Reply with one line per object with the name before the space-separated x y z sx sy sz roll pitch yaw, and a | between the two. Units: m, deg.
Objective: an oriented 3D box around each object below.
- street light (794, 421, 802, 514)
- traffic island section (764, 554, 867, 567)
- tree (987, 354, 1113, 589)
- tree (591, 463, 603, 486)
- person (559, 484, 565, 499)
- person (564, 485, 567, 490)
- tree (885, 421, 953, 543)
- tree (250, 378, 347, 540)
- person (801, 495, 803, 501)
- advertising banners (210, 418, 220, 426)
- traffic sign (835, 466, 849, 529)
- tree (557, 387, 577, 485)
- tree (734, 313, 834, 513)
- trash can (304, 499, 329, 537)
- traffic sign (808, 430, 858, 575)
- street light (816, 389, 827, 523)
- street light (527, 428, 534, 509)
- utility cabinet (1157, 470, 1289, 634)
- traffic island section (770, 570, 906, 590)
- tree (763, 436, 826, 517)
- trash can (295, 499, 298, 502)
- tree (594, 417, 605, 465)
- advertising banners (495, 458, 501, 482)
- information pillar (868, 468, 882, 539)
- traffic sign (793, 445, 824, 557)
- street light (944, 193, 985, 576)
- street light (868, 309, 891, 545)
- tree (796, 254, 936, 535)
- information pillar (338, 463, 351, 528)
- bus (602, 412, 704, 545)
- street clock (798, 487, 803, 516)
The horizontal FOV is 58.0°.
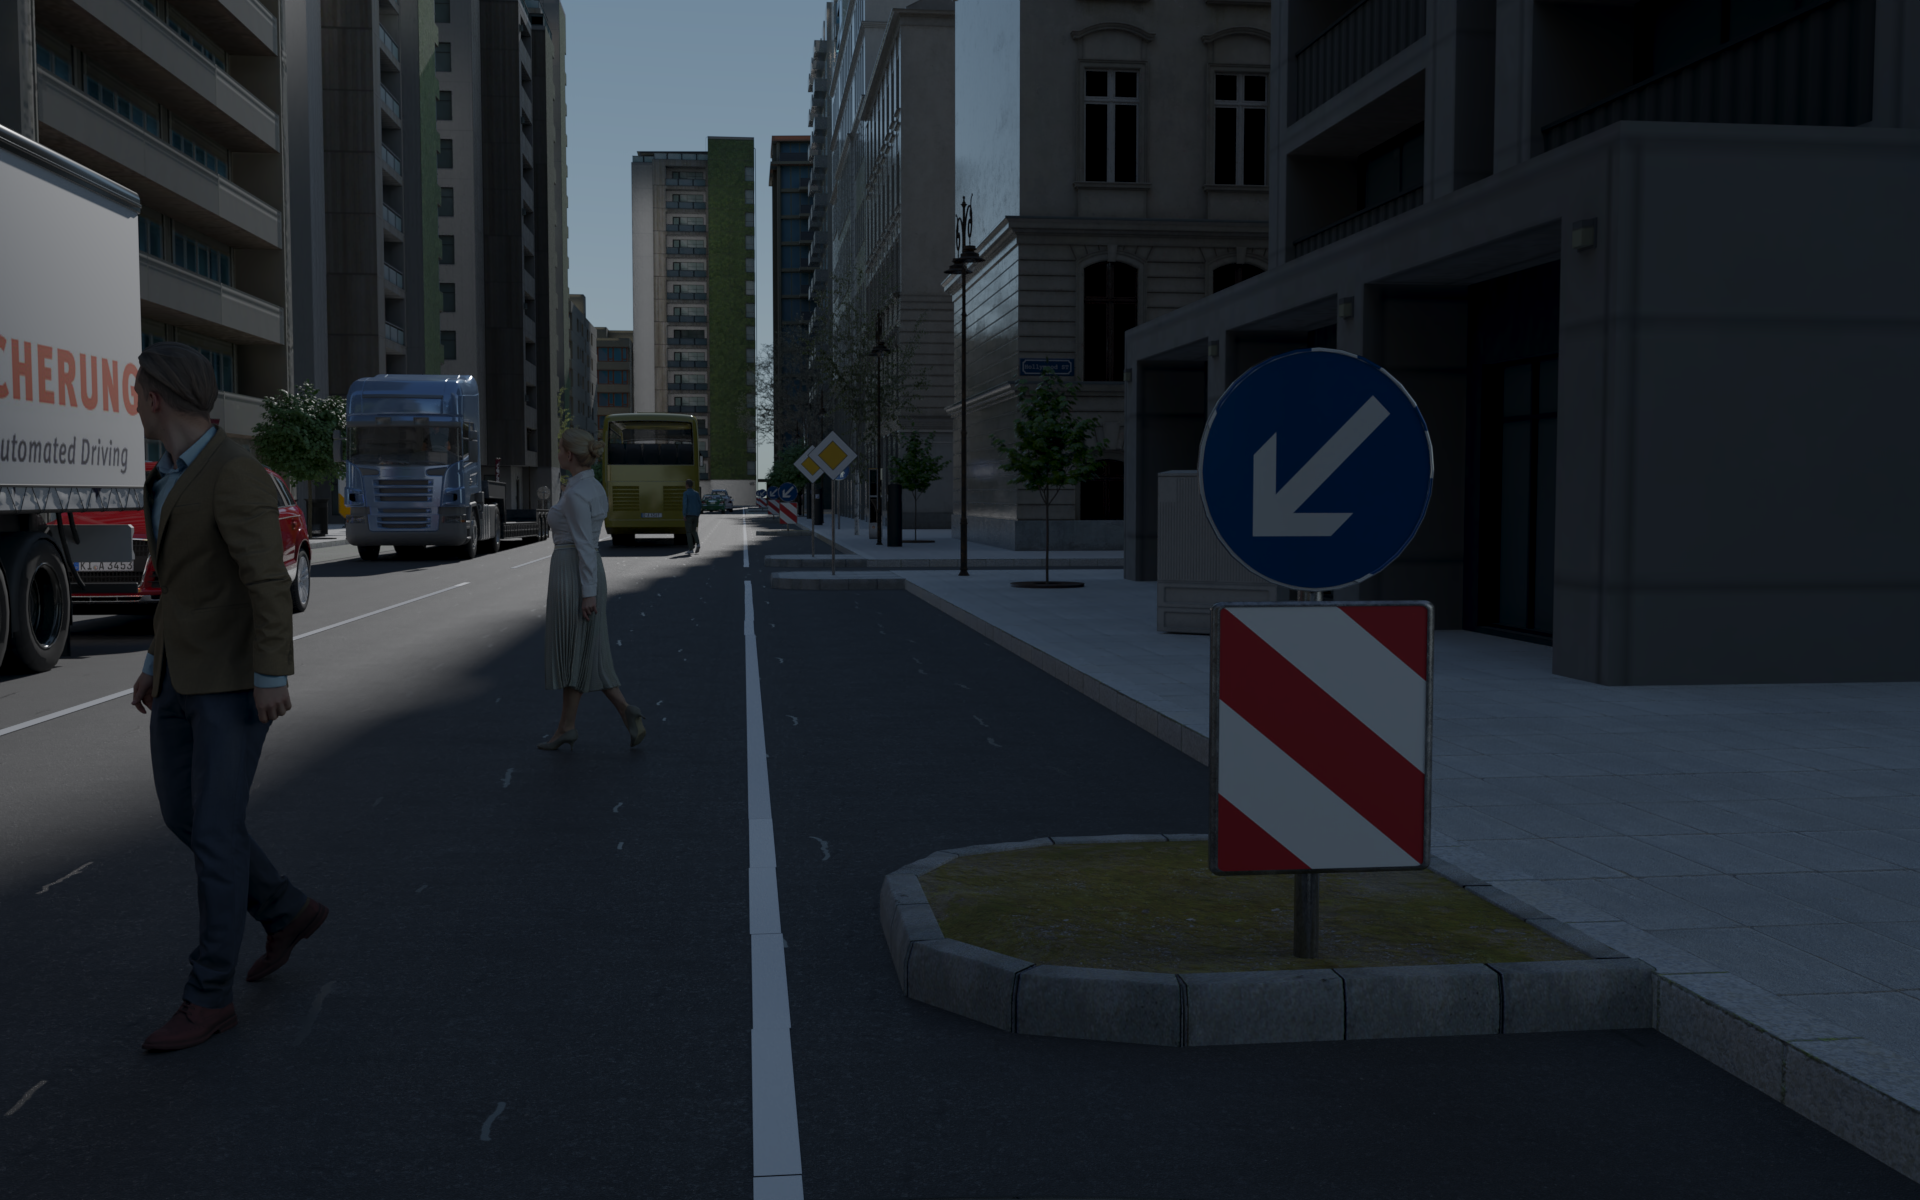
street light | -10.234 -8.338 109.117 0.468 5.910 1.993 0 4 -7
traffic island section | -2.975 -0.798 35.328 2.009 0.180 2.903 0 4 -7
tree | 1.097 -1.789 23.852 1.663 3.219 1.824 0 3 0
tree | -31.681 -10.500 155.382 4.285 4.588 4.351 0 3 0
person | -16.177 -3.831 70.912 0.659 1.850 0.755 1 4 22
person | -15.827 -3.719 69.505 0.583 1.804 0.606 -3 5 -41
tree | -1.241 -3.137 45.897 1.663 3.219 1.824 0 3 0
tree | -18.446 -3.995 49.036 4.285 4.588 4.351 0 3 0
person | -17.159 -11.075 190.520 0.436 1.711 0.756 2 4 32
advertising banners | -17.534 -2.633 39.231 0.090 3.025 2.074 1 4 23
traffic sign | -4.396 -3.839 62.877 0.768 2.556 0.104 0 4 -5
tree | -26.454 -9.880 111.897 4.360 8.622 3.978 0 3 0
tree | -10.078 -12.608 116.510 12.009 13.543 11.850 0 3 0
trash can | -19.352 -2.476 52.137 0.748 1.137 0.748 0 3 0
traffic sign | -2.003 -1.448 27.325 0.795 2.450 0.064 0 4 -7
street light | -6.071 -6.331 76.307 0.468 5.910 1.993 0 4 -7
street light | -24.736 -7.747 99.446 0.468 5.910 1.993 0 4 -7
utility cabinet | 2.375 -0.428 15.683 1.173 1.500 0.318 2 4 33
traffic island section | -1.981 -0.313 27.405 2.009 0.180 2.903 0 4 -7
tree | -9.022 -7.035 98.733 4.285 4.588 4.351 0 3 0
trash can | -17.791 -2.075 45.585 0.748 1.137 0.748 0 3 0
tree | -33.045 -13.103 164.595 4.737 8.622 4.395 0 3 0
advertising banners | -22.844 -5.388 84.282 0.090 3.025 2.074 1 4 14
information pillar | -2.414 -2.755 49.541 0.304 2.012 0.304 1 4 22
traffic sign | -2.997 -1.933 35.248 0.795 2.450 0.064 0 4 -7
street light | 0.061 -3.317 27.014 0.468 5.910 1.993 0 4 -7
street light | -2.032 -4.324 43.482 0.468 5.910 1.993 0 4 -7
tree | -3.007 -6.347 54.136 4.360 8.622 3.978 0 3 0
information pillar | -23.411 -4.557 65.866 0.183 3.616 0.504 2 4 34
bus | -9.079 -3.679 51.704 2.896 3.916 12.252 -1 4 -9
street clock | -9.525 -6.036 103.254 0.471 2.002 0.358 0 4 -1
